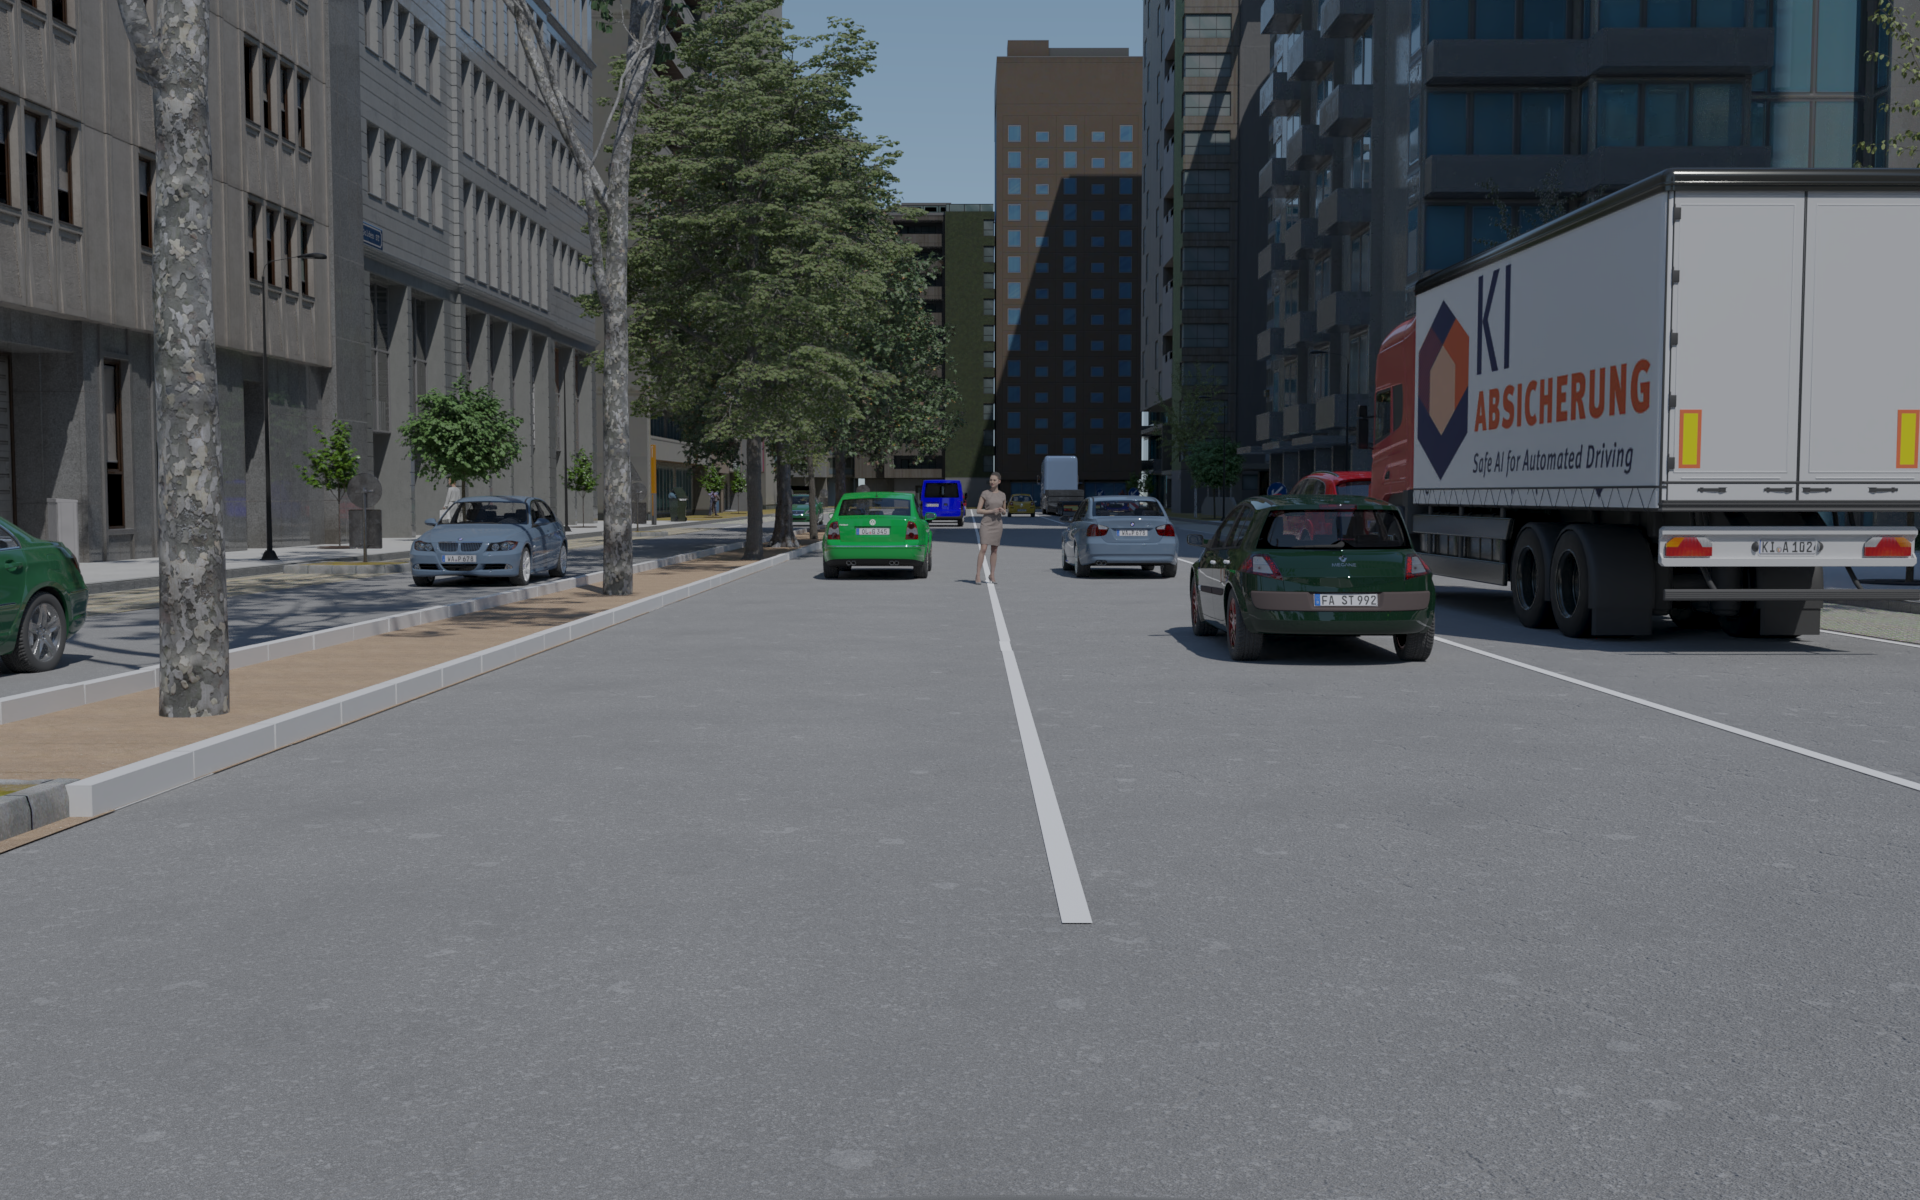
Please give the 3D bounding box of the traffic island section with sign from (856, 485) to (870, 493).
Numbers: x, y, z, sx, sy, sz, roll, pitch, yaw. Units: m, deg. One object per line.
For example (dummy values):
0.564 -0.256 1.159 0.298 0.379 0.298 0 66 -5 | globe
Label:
-4.624 -4.510 81.869 2.006 1.907 1.989 0 4 0 | traffic island section with sign

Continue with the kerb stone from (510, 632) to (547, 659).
-3.860 0.423 15.309 0.120 0.150 1.000 0 4 0 | kerb stone

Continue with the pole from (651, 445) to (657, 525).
-12.655 -4.752 71.543 0.158 3.312 0.155 0 3 0 | pole

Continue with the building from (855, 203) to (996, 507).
-3.504 -24.636 174.495 14.107 30.474 14.160 0 4 0 | building

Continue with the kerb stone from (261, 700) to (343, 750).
-3.879 0.735 10.174 0.120 0.150 1.000 0 4 0 | kerb stone

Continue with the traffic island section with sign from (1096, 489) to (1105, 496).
10.849 -7.773 135.715 1.989 1.847 2.006 0 4 0 | traffic island section with sign

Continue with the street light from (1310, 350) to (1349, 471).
11.980 -5.106 56.032 1.470 5.913 1.316 0 4 0 | street light

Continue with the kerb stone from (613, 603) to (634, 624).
-3.835 0.172 19.410 0.120 0.150 1.000 0 4 0 | kerb stone

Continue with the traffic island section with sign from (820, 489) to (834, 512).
-10.660 -7.806 136.247 1.989 1.847 2.006 0 4 0 | traffic island section with sign

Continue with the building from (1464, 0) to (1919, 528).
23.959 -27.309 66.111 23.786 49.044 30.456 0 4 0 | building

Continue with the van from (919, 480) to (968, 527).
-0.769 -4.480 77.640 2.240 2.365 5.245 0 4 1 | van

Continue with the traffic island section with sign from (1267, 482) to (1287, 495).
10.543 -3.075 58.910 1.989 1.847 2.006 0 4 0 | traffic island section with sign

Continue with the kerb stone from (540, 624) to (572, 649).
-3.857 0.358 16.337 0.120 0.150 1.000 0 4 0 | kerb stone

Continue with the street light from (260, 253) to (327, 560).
-12.874 -3.727 33.477 1.470 5.913 1.316 0 4 0 | street light

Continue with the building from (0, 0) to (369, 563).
-21.827 -13.311 35.651 12.078 24.808 19.932 0 4 0 | building

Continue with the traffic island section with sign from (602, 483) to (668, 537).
-10.984 -3.068 58.793 1.989 1.847 2.006 0 4 0 | traffic island section with sign

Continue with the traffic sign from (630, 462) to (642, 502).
-13.287 -4.276 69.921 0.884 2.594 0.081 0 4 1 | traffic sign

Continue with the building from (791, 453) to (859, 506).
-22.520 -30.009 182.524 23.993 40.220 32.217 0 4 0 | building

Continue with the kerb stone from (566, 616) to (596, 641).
-3.846 0.296 17.359 0.120 0.150 1.000 0 4 0 | kerb stone

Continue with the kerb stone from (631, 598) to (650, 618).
-3.834 0.108 20.432 0.120 0.150 1.000 0 4 0 | kerb stone

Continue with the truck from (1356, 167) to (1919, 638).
7.187 -1.933 20.511 2.839 4.237 11.283 0 4 0 | truck

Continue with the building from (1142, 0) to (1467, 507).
32.998 -34.195 178.698 30.456 49.044 23.786 0 4 0 | building

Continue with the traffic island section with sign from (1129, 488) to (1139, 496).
10.740 -6.124 108.760 1.989 1.847 2.006 0 4 0 | traffic island section with sign

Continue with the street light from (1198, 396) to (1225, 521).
11.974 -6.697 82.033 1.470 5.913 1.316 0 4 0 | street light

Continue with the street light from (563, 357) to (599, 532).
-12.858 -5.276 58.796 1.470 5.913 1.316 0 4 0 | street light

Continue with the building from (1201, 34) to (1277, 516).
31.363 -25.052 101.481 32.217 40.220 23.993 0 4 0 | building

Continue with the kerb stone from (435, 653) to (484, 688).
-3.863 0.547 13.246 0.120 0.150 1.000 0 4 0 | kerb stone

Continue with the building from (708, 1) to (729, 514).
-22.867 -28.199 111.166 14.600 45.320 14.200 0 4 0 | building

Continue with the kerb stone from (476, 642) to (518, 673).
-3.857 0.484 14.277 0.120 0.150 1.000 0 4 0 | kerb stone

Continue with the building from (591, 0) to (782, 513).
-26.414 -31.894 145.163 21.600 48.544 21.300 0 4 0 | building

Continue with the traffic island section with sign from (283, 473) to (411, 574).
-11.092 -1.420 31.838 1.989 1.847 2.006 0 4 0 | traffic island section with sign

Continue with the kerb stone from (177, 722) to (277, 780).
-3.882 0.798 9.152 0.120 0.150 1.000 0 4 0 | kerb stone

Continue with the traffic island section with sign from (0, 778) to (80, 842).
-4.926 0.086 6.731 2.006 1.907 1.989 0 4 0 | traffic island section with sign

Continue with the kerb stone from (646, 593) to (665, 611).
-3.835 0.045 21.455 0.120 0.150 1.000 0 4 0 | kerb stone

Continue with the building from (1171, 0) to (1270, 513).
21.753 -26.756 121.063 14.154 41.232 14.086 0 4 0 | building

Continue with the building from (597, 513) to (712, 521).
-25.677 -28.686 92.726 21.300 48.544 21.600 0 4 0 | building

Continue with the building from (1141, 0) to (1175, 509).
29.546 -33.773 141.430 28.713 52.752 27.495 0 4 0 | building

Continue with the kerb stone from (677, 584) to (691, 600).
-3.826 -0.080 23.504 0.120 0.150 1.000 0 4 0 | kerb stone

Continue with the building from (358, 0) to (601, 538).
-21.316 -17.298 60.320 11.434 29.767 29.804 0 4 0 | building

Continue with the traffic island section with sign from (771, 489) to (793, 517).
-10.776 -6.130 108.859 1.989 1.847 2.006 0 4 0 | traffic island section with sign

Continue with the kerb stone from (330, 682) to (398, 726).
-3.874 0.673 11.197 0.120 0.150 1.000 0 4 0 | kerb stone

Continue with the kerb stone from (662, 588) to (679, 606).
-3.828 -0.017 22.477 0.120 0.150 1.000 0 4 0 | kerb stone

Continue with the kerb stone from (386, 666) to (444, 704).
-3.869 0.610 12.219 0.120 0.150 1.000 0 4 0 | kerb stone

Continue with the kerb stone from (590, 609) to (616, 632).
-3.844 0.234 18.382 0.120 0.150 1.000 0 4 0 | kerb stone

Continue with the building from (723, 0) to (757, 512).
-22.506 -27.077 126.311 14.154 41.232 14.086 0 4 0 | building

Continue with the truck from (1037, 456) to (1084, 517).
7.285 -7.757 116.593 2.967 4.110 18.799 0 4 -2 | truck

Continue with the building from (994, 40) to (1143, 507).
10.653 -32.082 174.643 14.200 45.320 14.600 0 4 0 | building
